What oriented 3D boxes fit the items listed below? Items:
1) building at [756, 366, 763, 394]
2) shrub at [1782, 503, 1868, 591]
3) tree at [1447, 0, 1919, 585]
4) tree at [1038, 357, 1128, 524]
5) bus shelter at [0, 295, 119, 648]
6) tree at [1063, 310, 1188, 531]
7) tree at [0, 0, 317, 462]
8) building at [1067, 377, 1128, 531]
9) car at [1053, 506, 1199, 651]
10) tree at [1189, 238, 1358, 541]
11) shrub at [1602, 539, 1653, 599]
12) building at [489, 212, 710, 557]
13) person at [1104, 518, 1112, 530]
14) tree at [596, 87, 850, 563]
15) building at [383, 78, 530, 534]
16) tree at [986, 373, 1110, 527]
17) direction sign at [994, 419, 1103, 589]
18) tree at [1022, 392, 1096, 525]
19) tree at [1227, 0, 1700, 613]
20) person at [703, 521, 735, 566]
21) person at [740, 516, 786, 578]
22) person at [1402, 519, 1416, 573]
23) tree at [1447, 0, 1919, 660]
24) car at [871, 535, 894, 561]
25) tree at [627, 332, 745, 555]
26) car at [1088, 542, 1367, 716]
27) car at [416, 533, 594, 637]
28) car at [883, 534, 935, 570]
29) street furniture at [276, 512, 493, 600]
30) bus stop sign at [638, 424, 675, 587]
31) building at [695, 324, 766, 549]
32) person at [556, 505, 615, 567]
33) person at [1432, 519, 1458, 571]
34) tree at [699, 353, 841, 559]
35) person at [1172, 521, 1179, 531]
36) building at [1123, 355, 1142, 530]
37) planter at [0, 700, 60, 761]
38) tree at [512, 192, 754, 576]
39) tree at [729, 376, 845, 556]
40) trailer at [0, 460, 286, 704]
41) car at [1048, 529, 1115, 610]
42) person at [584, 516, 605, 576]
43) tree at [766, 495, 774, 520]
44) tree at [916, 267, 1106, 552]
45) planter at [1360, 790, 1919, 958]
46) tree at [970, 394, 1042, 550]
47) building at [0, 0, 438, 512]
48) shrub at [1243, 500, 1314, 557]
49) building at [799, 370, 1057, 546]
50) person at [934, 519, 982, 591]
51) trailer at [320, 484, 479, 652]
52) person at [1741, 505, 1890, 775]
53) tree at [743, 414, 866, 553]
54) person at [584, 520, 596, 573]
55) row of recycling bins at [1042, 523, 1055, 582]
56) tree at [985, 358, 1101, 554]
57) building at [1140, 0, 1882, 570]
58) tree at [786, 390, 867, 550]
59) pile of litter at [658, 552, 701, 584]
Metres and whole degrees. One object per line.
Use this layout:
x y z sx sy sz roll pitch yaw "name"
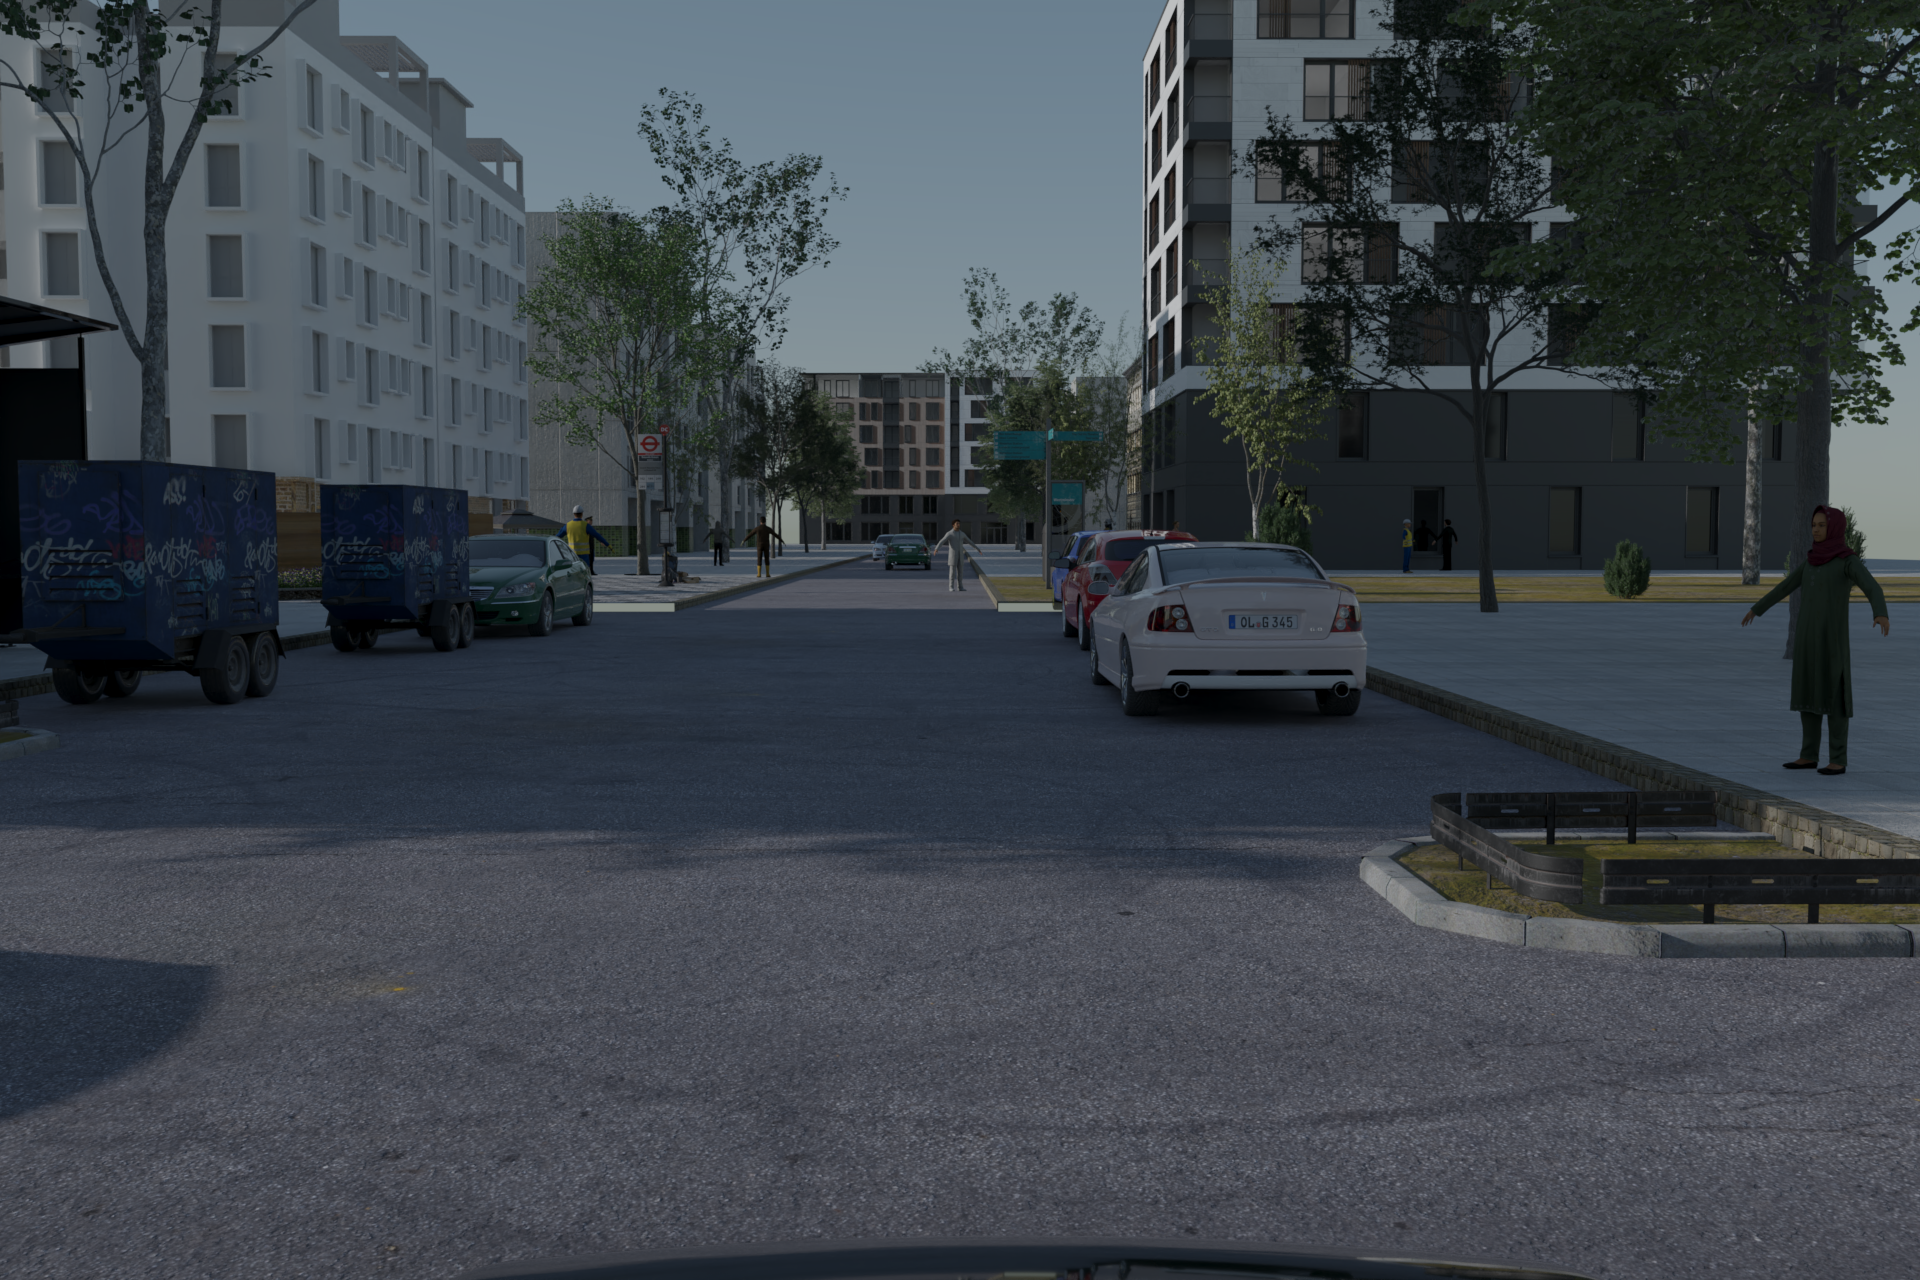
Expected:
-26.948 -20.002 183.452 16.016 20.090 11.380 0 4 -1 "building"
17.715 -1.899 35.465 1.690 2.028 1.600 0 3 0 "shrub"
18.973 -11.530 44.413 12.611 20.169 13.585 0 3 0 "tree"
4.905 -7.487 72.774 4.737 8.622 4.395 0 3 0 "tree"
-10.301 -1.543 16.507 1.731 3.624 6.357 0 4 0 "bus shelter"
4.973 -6.563 57.674 4.360 8.622 3.978 0 3 0 "tree"
-12.329 -10.536 28.148 12.611 20.169 13.585 0 3 0 "tree"
21.379 -20.590 203.100 16.747 18.905 31.486 0 3 0 "building"
2.338 -0.840 22.781 2.155 1.783 4.494 0 4 -1 "car"
7.479 -5.661 42.926 4.737 8.622 4.395 0 3 0 "tree"
13.155 -1.410 34.178 1.383 1.207 1.383 0 3 0 "shrub"
-26.922 -14.963 111.104 16.747 18.905 31.486 0 4 0 "building"
5.426 -3.539 63.626 1.354 1.858 0.705 -3 5 -43 "person"
-11.873 -13.490 76.451 12.611 20.169 13.585 0 3 0 "tree"
-26.346 -13.264 73.279 16.016 20.090 11.380 0 4 -1 "building"
5.160 -10.086 99.315 7.601 10.594 8.767 -1 4 -15 "tree"
2.069 -3.108 39.581 2.525 3.948 1.411 0 4 -2 "direction sign"
4.930 -8.543 90.047 4.360 8.622 3.978 0 3 0 "tree"
8.413 -5.744 28.323 7.601 10.594 8.767 2 4 32 "tree"
-9.729 -3.890 69.728 1.348 1.813 0.705 1 4 14 "person"
-5.815 -2.756 51.206 1.346 1.812 0.704 0 4 -5 "person"
14.746 -3.078 56.795 0.721 1.772 1.216 2 4 29 "person"
8.622 -6.044 16.953 7.486 12.596 7.792 0 3 0 "tree"
-3.746 -4.955 93.010 2.014 1.417 4.499 0 4 0 "car"
-10.702 -6.941 63.851 4.360 8.622 3.978 0 3 0 "tree"
2.195 -0.163 15.033 2.083 1.381 4.827 0 4 -1 "car"
-6.689 -0.852 25.725 2.131 1.459 4.920 0 4 -1 "car"
-2.078 -3.562 70.033 2.131 1.459 4.920 0 4 -1 "car"
-14.155 -1.807 36.399 9.812 1.723 11.010 -3 4 -38 "street furniture"
-7.403 -3.274 42.237 0.855 3.939 0.416 0 4 1 "bus stop sign"
-28.447 -18.065 161.813 16.747 18.905 31.486 0 4 1 "building"
-7.303 -1.668 33.241 1.349 1.833 0.705 0 4 5 "person"
16.997 -3.322 60.498 1.347 1.806 0.705 -3 4 -37 "person"
-9.909 -9.524 90.129 8.767 10.594 7.601 1 4 13 "tree"
7.551 -3.244 59.842 0.721 1.733 1.217 3 4 37 "person"
24.981 -19.767 154.124 19.493 23.208 18.063 0 4 0 "building"
-7.038 0.611 11.144 1.991 0.319 1.994 0 4 0 "planter"
-9.994 -7.820 53.606 9.928 11.665 9.643 0 3 0 "tree"
-10.348 -10.201 101.198 8.767 10.594 7.601 2 4 24 "tree"
-6.795 -0.434 14.151 1.471 1.999 3.904 0 4 0 "trailer"
2.608 -1.352 31.692 1.945 1.707 3.694 0 4 -1 "car"
-11.417 -2.906 53.450 0.705 1.837 1.347 1 4 20 "person"
-25.743 -16.876 226.276 4.737 8.622 4.395 0 3 0 "tree"
3.146 -16.430 124.521 12.611 20.169 13.585 0 3 0 "tree"
2.662 0.875 6.838 1.991 0.319 1.994 0 4 -1 "planter"
4.682 -13.445 137.947 7.486 12.596 7.792 0 3 0 "tree"
-25.877 -12.239 56.523 16.016 20.090 11.380 0 4 -1 "building"
6.809 -2.015 37.363 1.690 2.028 1.600 0 3 0 "shrub"
-3.841 -23.339 228.029 32.646 21.610 27.936 0 4 1 "building"
-0.078 -2.128 43.437 1.347 1.806 0.705 -2 4 -27 "person"
-6.880 -0.834 20.689 1.471 1.999 3.904 0 4 0 "trailer"
4.598 -0.006 9.313 0.599 1.438 0.989 -1 4 -18 "person"
-10.611 -11.276 118.776 8.767 10.594 7.601 -1 4 -23 "tree"
-12.171 -3.092 56.688 1.347 1.817 0.704 1 4 14 "person"
2.735 -2.457 47.288 1.069 1.692 3.534 0 4 -1 "row of recycling bins"
5.468 -11.822 111.424 7.486 12.596 7.792 0 3 0 "tree"
21.783 -14.273 77.335 27.936 21.610 32.646 0 4 0 "building"
-11.110 -13.384 136.959 7.486 12.596 7.792 0 3 0 "tree"
-7.368 -1.924 45.430 1.176 0.858 1.719 0 4 1 "pile of litter"
